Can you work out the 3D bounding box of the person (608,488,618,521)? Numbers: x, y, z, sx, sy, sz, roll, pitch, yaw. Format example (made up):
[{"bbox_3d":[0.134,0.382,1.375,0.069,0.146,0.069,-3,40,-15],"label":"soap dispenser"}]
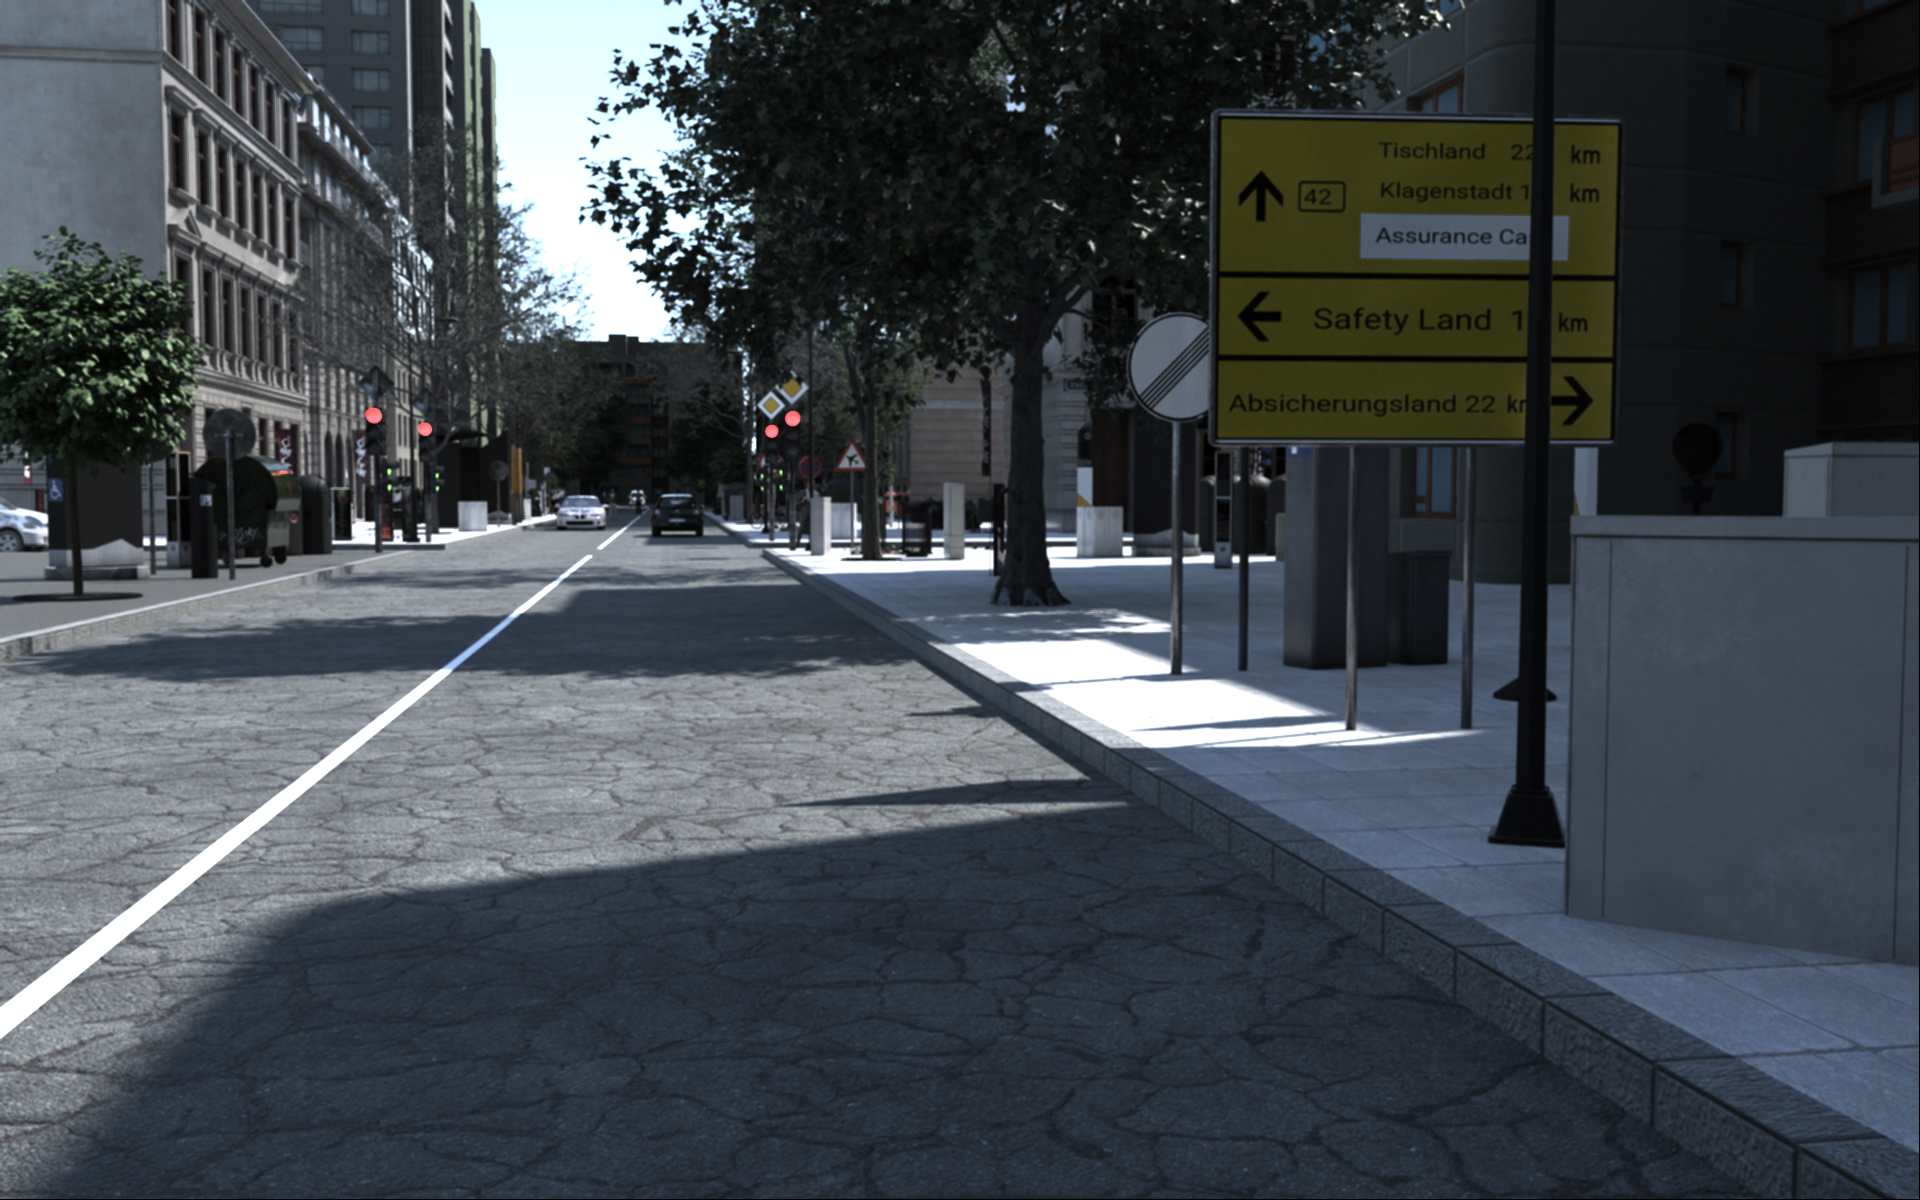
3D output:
[{"bbox_3d":[-18.803,-5.183,93.796,0.519,1.759,0.362,0,4,-1],"label":"person"}]

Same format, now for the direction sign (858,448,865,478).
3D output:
[{"bbox_3d":[-4.617,-5.694,85.088,0.876,3.537,0.379,-3,4,-37],"label":"direction sign"}]

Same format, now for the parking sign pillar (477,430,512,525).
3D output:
[{"bbox_3d":[-19.649,-5.173,73.046,1.447,3.967,1.447,0,3,0],"label":"parking sign pillar"}]

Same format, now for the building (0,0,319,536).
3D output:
[{"bbox_3d":[-30.574,-13.750,60.963,11.583,22.565,21.152,-1,4,-10],"label":"building"}]

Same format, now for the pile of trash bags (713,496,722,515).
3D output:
[{"bbox_3d":[-14.407,-6.005,107.927,1.912,1.369,3.447,0,4,-7],"label":"pile of trash bags"}]

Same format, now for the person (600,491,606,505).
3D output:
[{"bbox_3d":[-41.375,-11.755,200.559,0.599,1.838,0.709,-2,4,-35],"label":"person"}]

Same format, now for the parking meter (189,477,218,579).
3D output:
[{"bbox_3d":[-11.520,-1.099,26.381,0.372,1.533,0.369,0,3,0],"label":"parking meter"}]

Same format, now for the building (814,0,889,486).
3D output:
[{"bbox_3d":[-0.218,-31.867,140.631,23.786,49.044,30.456,-1,4,-10],"label":"building"}]

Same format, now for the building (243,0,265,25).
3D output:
[{"bbox_3d":[-42.930,-26.982,124.750,14.154,41.232,14.086,-1,4,-10],"label":"building"}]

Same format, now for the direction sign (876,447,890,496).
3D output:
[{"bbox_3d":[-3.816,-5.628,84.016,0.876,3.537,0.379,1,4,11],"label":"direction sign"}]

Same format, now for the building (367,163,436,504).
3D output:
[{"bbox_3d":[-37.969,-15.227,103.709,10.420,20.320,16.860,-1,4,-10],"label":"building"}]

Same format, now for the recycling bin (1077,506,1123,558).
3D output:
[{"bbox_3d":[2.853,-1.395,35.366,0.722,1.027,0.722,-2,4,-26],"label":"recycling bin"}]

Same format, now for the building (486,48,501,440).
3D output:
[{"bbox_3d":[-48.546,-28.712,153.040,14.154,41.232,14.086,-1,4,-10],"label":"building"}]

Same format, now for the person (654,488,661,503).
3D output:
[{"bbox_3d":[-19.757,-6.448,113.702,0.755,1.850,0.659,-1,4,-10],"label":"person"}]

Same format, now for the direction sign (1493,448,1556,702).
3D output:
[{"bbox_3d":[3.543,-1.148,10.763,0.876,3.537,0.379,-1,4,-11],"label":"direction sign"}]

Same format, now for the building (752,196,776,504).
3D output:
[{"bbox_3d":[-14.026,-34.915,225.489,28.867,44.769,22.147,-1,4,-10],"label":"building"}]

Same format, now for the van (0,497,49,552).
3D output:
[{"bbox_3d":[-23.360,-2.050,40.537,4.112,2.044,2.013,0,4,-8],"label":"van"}]

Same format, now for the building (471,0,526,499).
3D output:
[{"bbox_3d":[-60.080,-52.444,170.138,31.000,86.520,22.319,-1,4,-10],"label":"building"}]

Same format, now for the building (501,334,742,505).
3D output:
[{"bbox_3d":[-43.248,-23.190,224.193,28.899,21.520,27.650,-1,4,-10],"label":"building"}]

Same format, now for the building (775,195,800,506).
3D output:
[{"bbox_3d":[-7.982,-34.055,180.492,21.300,48.544,21.600,-1,4,-10],"label":"building"}]

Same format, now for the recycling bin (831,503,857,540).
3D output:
[{"bbox_3d":[-3.313,-2.229,48.995,0.722,1.027,0.722,0,4,4],"label":"recycling bin"}]

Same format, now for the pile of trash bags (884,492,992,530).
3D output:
[{"bbox_3d":[-0.894,-3.272,63.243,3.447,1.369,1.912,2,4,27],"label":"pile of trash bags"}]

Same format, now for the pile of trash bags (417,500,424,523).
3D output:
[{"bbox_3d":[-23.190,-4.039,75.784,1.912,1.369,3.447,-1,4,-20],"label":"pile of trash bags"}]

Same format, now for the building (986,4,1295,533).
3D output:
[{"bbox_3d":[12.160,-13.845,62.529,21.152,22.565,11.583,-1,4,-10],"label":"building"}]

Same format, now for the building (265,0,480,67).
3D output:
[{"bbox_3d":[-45.953,-27.829,138.605,14.154,41.232,14.086,-1,4,-10],"label":"building"}]

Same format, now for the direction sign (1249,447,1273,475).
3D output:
[{"bbox_3d":[8.860,-3.643,51.562,0.876,3.537,0.379,2,4,24],"label":"direction sign"}]

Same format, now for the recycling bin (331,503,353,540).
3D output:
[{"bbox_3d":[-17.460,-2.190,48.353,0.722,1.027,0.722,1,4,16],"label":"recycling bin"}]

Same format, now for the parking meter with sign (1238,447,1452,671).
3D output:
[{"bbox_3d":[2.819,-1.013,12.822,1.738,3.016,0.543,-1,4,-23],"label":"parking meter with sign"}]

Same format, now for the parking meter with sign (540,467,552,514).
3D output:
[{"bbox_3d":[-26.772,-7.047,111.476,0.543,3.016,1.738,0,4,2],"label":"parking meter with sign"}]

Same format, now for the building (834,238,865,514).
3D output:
[{"bbox_3d":[-1.376,-18.099,113.939,12.078,24.808,19.932,-1,4,-10],"label":"building"}]

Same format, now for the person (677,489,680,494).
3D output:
[{"bbox_3d":[-21.857,-7.716,134.660,0.705,1.823,1.348,0,4,2],"label":"person"}]

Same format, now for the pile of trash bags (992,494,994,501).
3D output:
[{"bbox_3d":[0.339,-3.872,73.065,3.447,1.369,1.912,-1,4,-22],"label":"pile of trash bags"}]

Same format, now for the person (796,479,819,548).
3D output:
[{"bbox_3d":[-3.809,-2.140,43.456,0.622,1.834,0.822,-2,4,-24],"label":"person"}]

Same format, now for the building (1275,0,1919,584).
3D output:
[{"bbox_3d":[22.097,-10.745,20.729,27.650,21.520,28.899,-1,4,-10],"label":"building"}]

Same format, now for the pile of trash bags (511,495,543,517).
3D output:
[{"bbox_3d":[-24.376,-5.256,95.683,1.912,1.369,3.447,0,4,5],"label":"pile of trash bags"}]

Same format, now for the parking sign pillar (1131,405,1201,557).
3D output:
[{"bbox_3d":[4.264,-2.892,35.756,1.447,3.967,1.447,1,4,19],"label":"parking sign pillar"}]

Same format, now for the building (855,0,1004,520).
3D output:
[{"bbox_3d":[2.036,-18.851,94.124,13.634,28.700,20.117,-1,4,-10],"label":"building"}]

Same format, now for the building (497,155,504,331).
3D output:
[{"bbox_3d":[-72.646,-36.521,216.724,30.456,49.044,23.786,-1,4,-10],"label":"building"}]

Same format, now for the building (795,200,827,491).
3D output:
[{"bbox_3d":[-8.085,-31.334,162.423,14.600,45.320,14.200,-1,4,-10],"label":"building"}]

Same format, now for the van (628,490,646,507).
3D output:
[{"bbox_3d":[-36.196,-11.449,194.206,2.013,2.044,4.112,-1,4,-10],"label":"van"}]

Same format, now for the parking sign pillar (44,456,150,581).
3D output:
[{"bbox_3d":[-13.086,-2.305,26.165,1.447,3.967,1.447,2,4,28],"label":"parking sign pillar"}]

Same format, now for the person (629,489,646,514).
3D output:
[{"bbox_3d":[-23.288,-7.147,125.333,1.348,1.826,0.705,-2,4,-35],"label":"person"}]

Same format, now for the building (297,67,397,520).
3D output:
[{"bbox_3d":[-35.676,-14.773,83.340,13.314,21.916,24.055,-1,4,-10],"label":"building"}]

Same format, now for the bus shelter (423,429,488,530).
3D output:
[{"bbox_3d":[-19.050,-4.549,65.653,1.731,3.624,6.357,-1,4,-10],"label":"bus shelter"}]
